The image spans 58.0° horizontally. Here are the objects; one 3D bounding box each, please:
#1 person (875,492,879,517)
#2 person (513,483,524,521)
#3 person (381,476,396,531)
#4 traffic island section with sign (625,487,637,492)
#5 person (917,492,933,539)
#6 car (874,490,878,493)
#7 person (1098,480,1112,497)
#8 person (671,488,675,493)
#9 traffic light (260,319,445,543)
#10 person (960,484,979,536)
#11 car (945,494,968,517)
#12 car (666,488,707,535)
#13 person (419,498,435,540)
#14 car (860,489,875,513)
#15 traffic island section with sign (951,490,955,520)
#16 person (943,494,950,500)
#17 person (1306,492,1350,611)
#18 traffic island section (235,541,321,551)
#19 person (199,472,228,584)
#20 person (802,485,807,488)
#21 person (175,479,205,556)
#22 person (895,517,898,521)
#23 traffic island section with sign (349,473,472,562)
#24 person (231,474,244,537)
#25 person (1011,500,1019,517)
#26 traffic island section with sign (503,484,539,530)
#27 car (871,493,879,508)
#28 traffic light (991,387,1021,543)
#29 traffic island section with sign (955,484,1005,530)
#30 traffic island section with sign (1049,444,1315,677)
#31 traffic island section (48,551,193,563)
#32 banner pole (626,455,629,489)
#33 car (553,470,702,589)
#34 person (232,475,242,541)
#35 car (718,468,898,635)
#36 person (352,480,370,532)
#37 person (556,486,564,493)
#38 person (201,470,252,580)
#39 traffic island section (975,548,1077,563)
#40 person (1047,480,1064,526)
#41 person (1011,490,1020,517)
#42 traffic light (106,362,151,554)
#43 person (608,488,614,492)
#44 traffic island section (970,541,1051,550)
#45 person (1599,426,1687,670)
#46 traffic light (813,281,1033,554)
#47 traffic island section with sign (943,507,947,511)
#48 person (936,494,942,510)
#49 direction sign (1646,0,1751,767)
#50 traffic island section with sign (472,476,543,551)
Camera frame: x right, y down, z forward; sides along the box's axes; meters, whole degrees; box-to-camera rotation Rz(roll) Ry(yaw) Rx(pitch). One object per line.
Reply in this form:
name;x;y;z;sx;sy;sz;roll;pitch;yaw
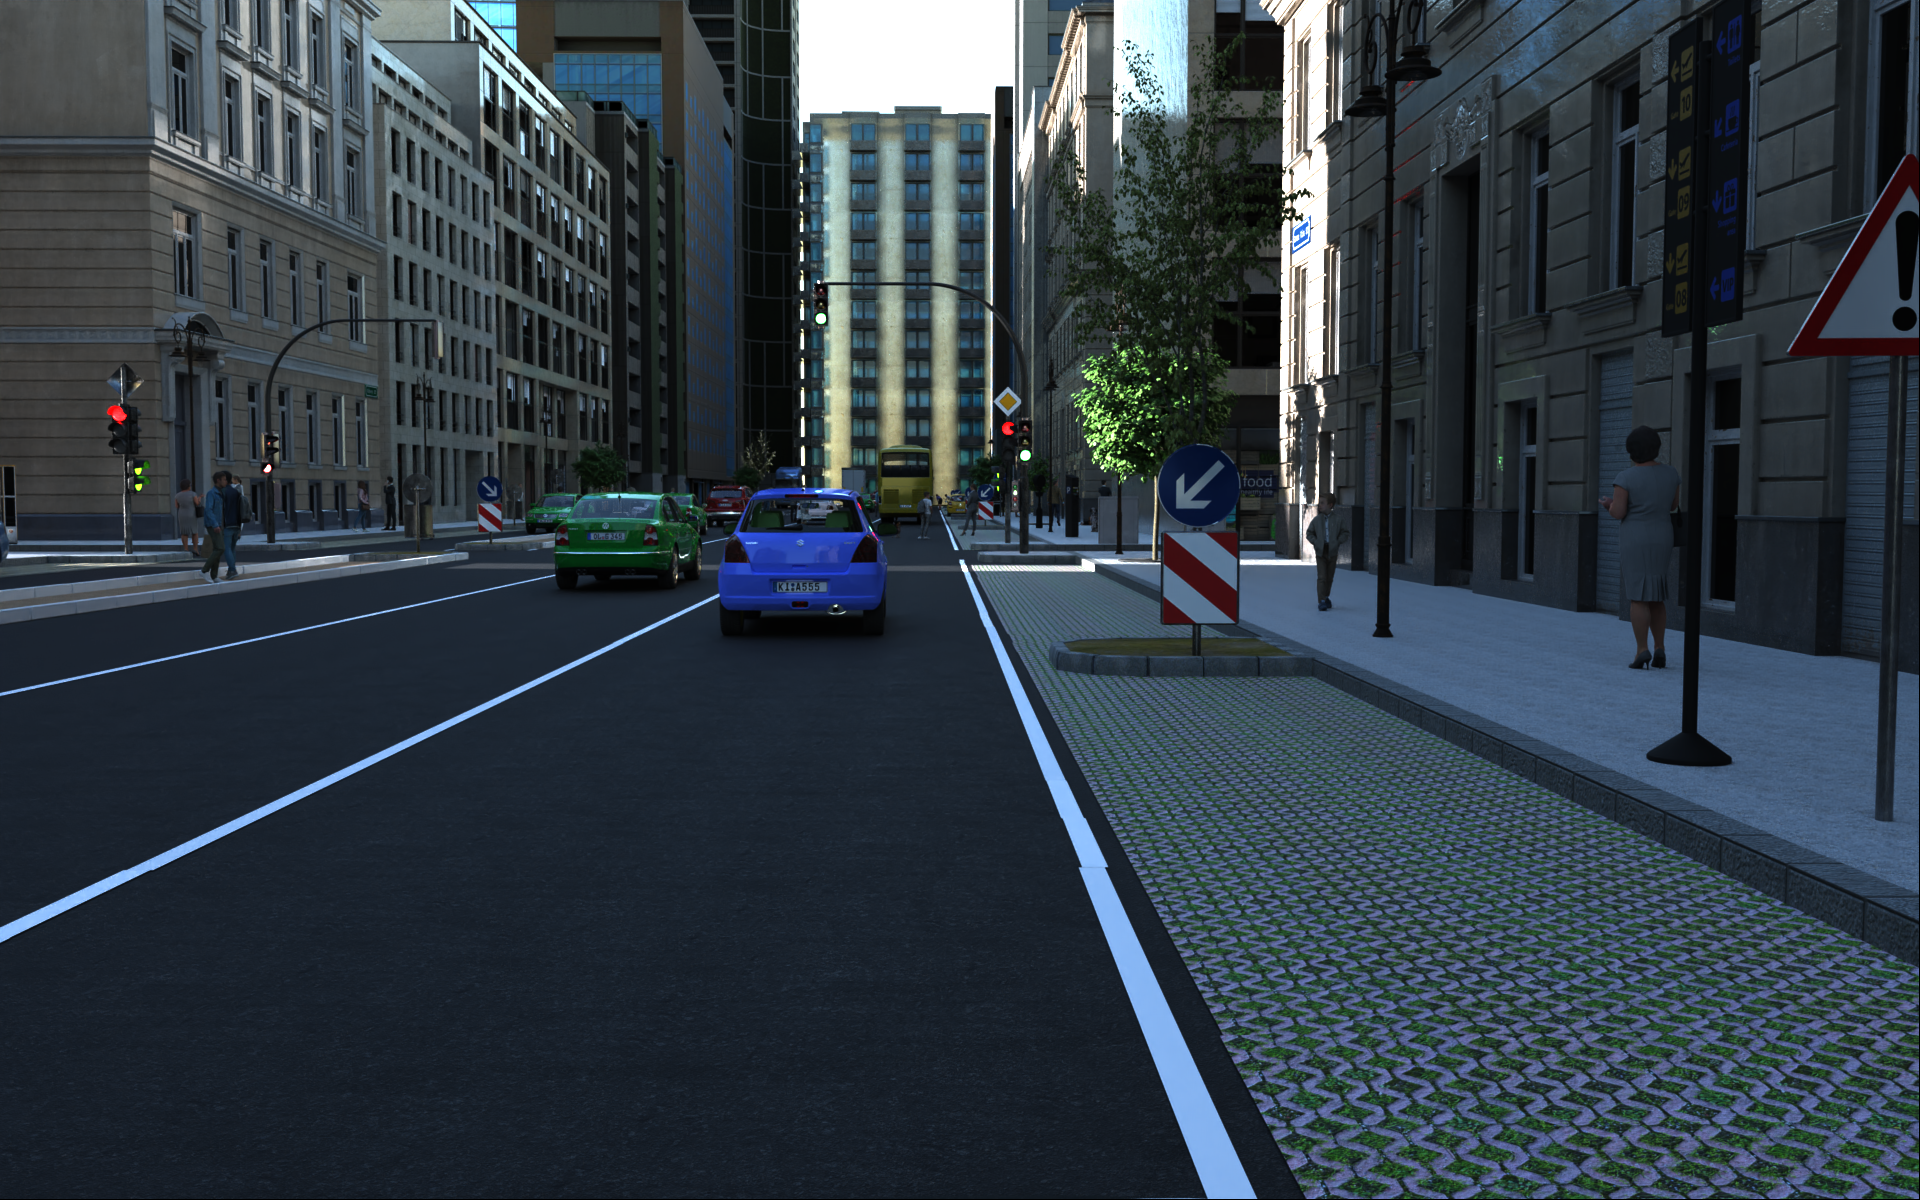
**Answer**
person;-4.966;-6.031;106.970;0.638;1.841;0.748;-1;4;-18
person;-21.047;-4.666;82.555;0.641;1.798;0.478;2;4;30
person;-20.094;-3.396;60.937;0.474;1.900;0.648;-2;4;-31
traffic island section with sign;-18.451;-5.407;97.031;1.989;1.847;2.006;0;4;-1
person;-1.132;-2.709;55.394;0.503;1.515;0.523;0;4;-7
car;-7.872;-10.082;173.517;2.281;1.827;5.304;0;4;-1
person;6.335;-4.279;75.363;0.648;1.900;0.474;0;4;0
person;-18.649;-6.359;112.342;0.514;1.842;0.818;1;4;21
traffic light;-15.835;-4.305;45.060;4.771;5.953;1.251;0;4;-1
person;0.317;-3.093;59.345;0.573;1.790;0.520;1;4;20
car;0.034;-6.126;110.382;2.015;1.641;3.980;0;4;0
car;-9.730;-3.104;59.548;1.959;1.807;4.718;0;4;-3
person;-16.707;-2.758;54.022;0.576;1.772;0.534;1;4;13
car;-7.561;-7.689;134.507;1.959;1.807;4.718;0;4;0
traffic island section with sign;0.481;-5.403;96.968;1.989;1.847;2.006;0;4;-1
person;-1.048;-8.844;156.289;0.628;1.438;0.799;3;4;37
person;4.089;-0.546;19.240;0.475;1.303;0.640;0;4;3
traffic island section;-17.965;-1.397;45.126;2.009;0.180;2.903;0;4;-1
person;-11.864;-1.144;27.541;0.444;1.785;0.601;0;4;-2
person;-5.823;-3.389;64.264;0.624;1.780;0.694;-2;4;-30
person;-17.688;-1.902;39.956;0.716;1.782;0.532;0;4;-2
person;-3.707;-5.150;92.611;0.836;1.842;0.656;1;4;16
traffic island section with sign;-11.905;-1.794;37.468;2.006;1.907;1.989;0;4;-1
person;-20.196;-2.593;48.313;0.514;1.842;0.818;-1;4;-17
person;3.031;-5.650;98.268;0.795;1.843;0.661;0;4;-5
traffic island section with sign;-18.018;-3.738;69.739;1.989;1.847;2.006;0;4;-1
car;-7.419;-8.687;151.075;2.155;1.783;4.494;0;4;-1
traffic light;1.234;-3.449;45.305;0.839;4.253;0.868;0;4;-1
traffic island section with sign;0.905;-3.755;70.016;1.989;1.847;2.006;0;4;-1
traffic island section with sign;1.767;-0.355;14.432;1.989;1.847;2.006;0;4;-1
traffic island section;-17.841;-0.909;37.142;2.009;0.180;2.903;0;4;-1
banner pole;-21.025;-7.313;109.576;0.401;3.779;0.863;0;4;1
car;-5.198;-1.143;27.490;1.959;1.807;4.718;0;4;-1
person;-19.918;-2.511;47.371;0.573;1.790;0.520;-2;4;-27
car;-1.647;-0.570;18.903;1.945;1.707;3.694;0;4;-2
person;-20.182;-3.160;58.300;0.643;1.750;0.593;-2;4;-28
person;-17.004;-3.994;74.161;0.716;1.782;0.532;-1;4;-22
person;-12.284;-1.252;28.954;0.713;1.824;0.794;3;5;40
traffic island section;1.398;-0.927;37.436;2.009;0.180;2.903;0;4;-1
person;3.859;-3.904;69.785;0.656;1.842;0.836;-1;4;-17
person;2.945;-5.468;95.546;0.778;1.811;0.616;1;4;11
traffic light;-17.801;-2.941;37.008;0.839;4.253;0.868;0;4;-1
person;-22.529;-6.427;111.542;0.534;1.772;0.576;2;4;33
traffic island section;1.274;-1.415;45.420;2.009;0.180;2.903;0;4;-1
person;5.086;-0.390;12.775;0.716;1.782;0.532;-1;4;-8
traffic light;-0.732;-3.821;37.147;4.771;5.953;1.251;0;4;-1
traffic island section with sign;-0.311;-8.473;147.162;1.989;1.847;2.006;0;4;-1
person;-1.860;-8.596;152.272;0.697;1.427;0.421;3;5;45
direction sign;3.507;-0.993;8.227;0.379;3.537;0.876;0;4;1
traffic island section with sign;-12.011;-2.247;44.875;2.006;1.907;1.989;0;4;-1
